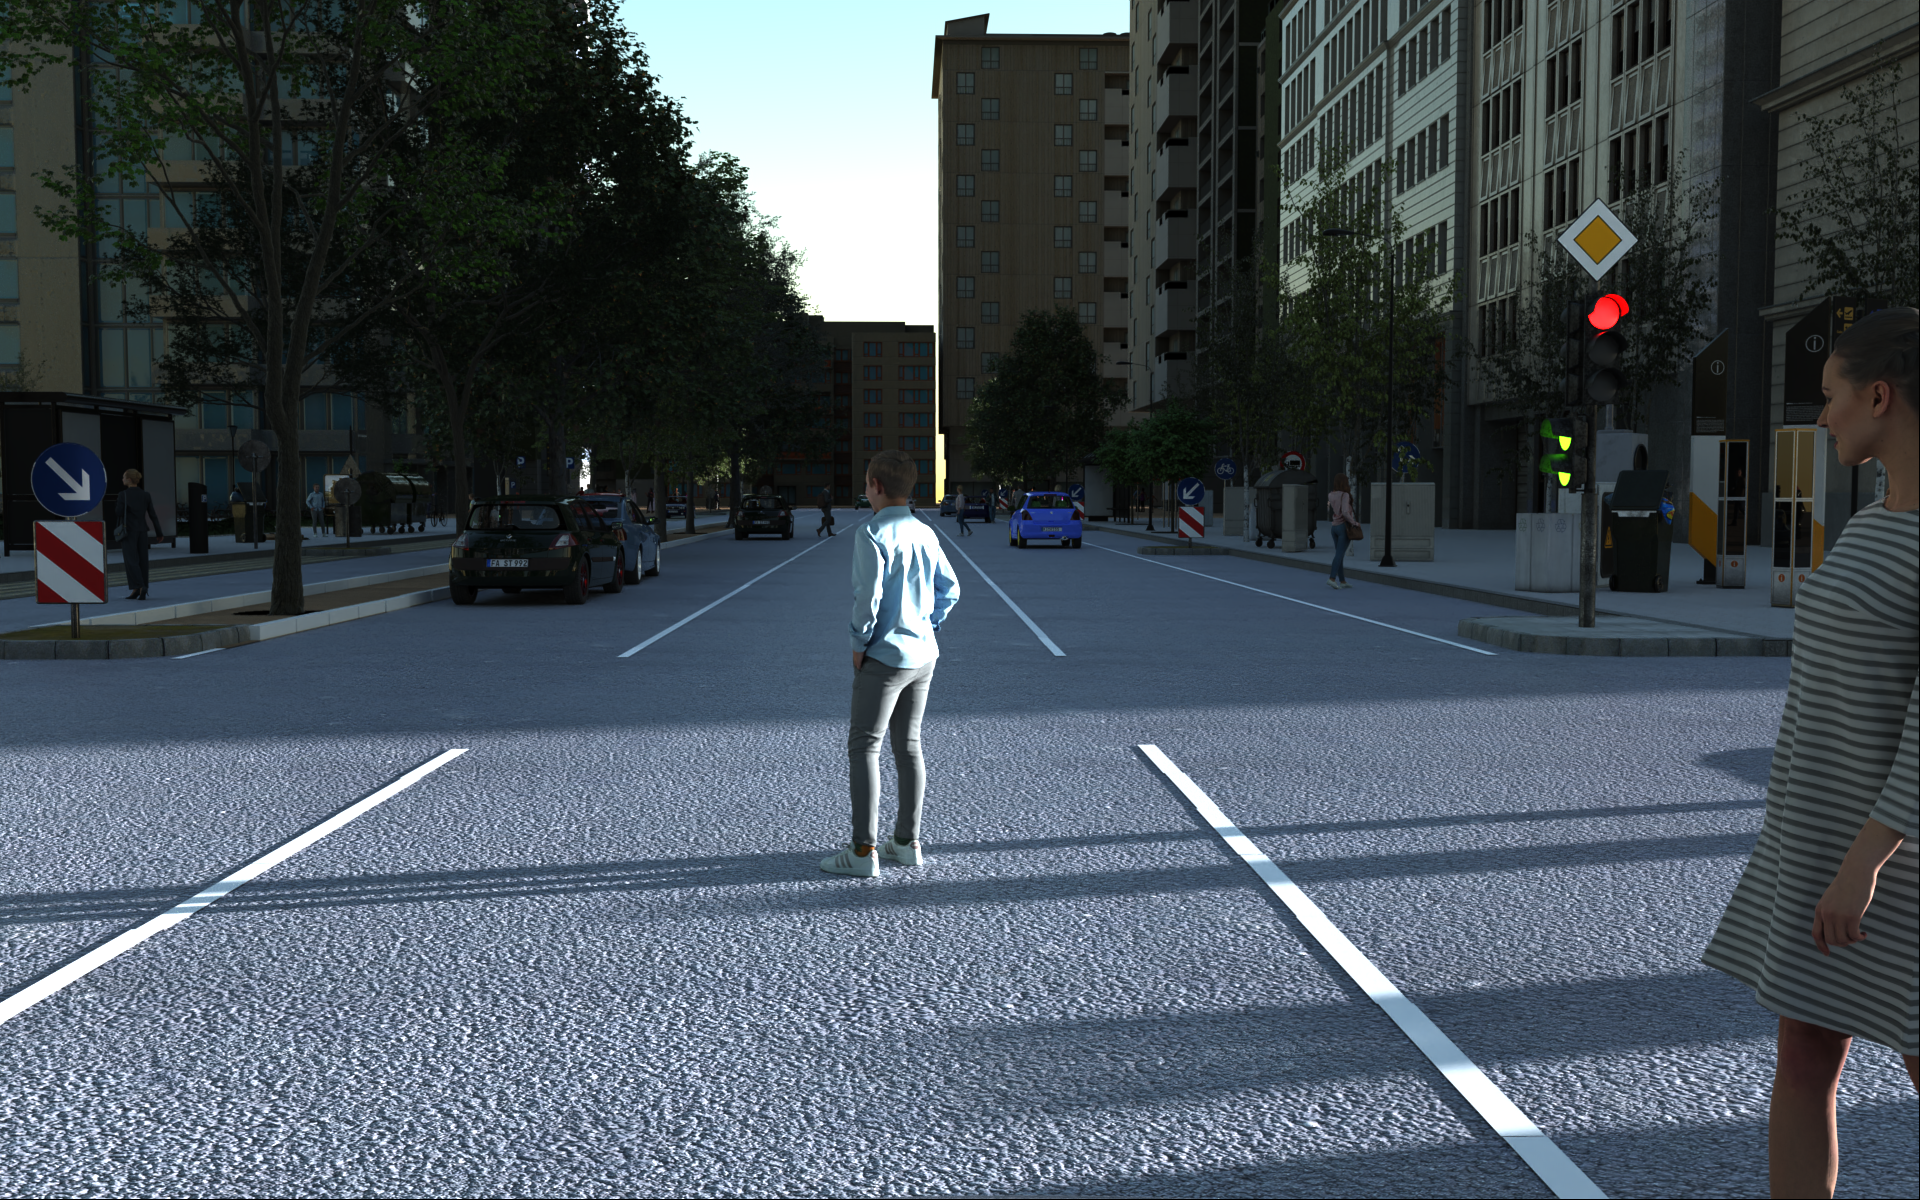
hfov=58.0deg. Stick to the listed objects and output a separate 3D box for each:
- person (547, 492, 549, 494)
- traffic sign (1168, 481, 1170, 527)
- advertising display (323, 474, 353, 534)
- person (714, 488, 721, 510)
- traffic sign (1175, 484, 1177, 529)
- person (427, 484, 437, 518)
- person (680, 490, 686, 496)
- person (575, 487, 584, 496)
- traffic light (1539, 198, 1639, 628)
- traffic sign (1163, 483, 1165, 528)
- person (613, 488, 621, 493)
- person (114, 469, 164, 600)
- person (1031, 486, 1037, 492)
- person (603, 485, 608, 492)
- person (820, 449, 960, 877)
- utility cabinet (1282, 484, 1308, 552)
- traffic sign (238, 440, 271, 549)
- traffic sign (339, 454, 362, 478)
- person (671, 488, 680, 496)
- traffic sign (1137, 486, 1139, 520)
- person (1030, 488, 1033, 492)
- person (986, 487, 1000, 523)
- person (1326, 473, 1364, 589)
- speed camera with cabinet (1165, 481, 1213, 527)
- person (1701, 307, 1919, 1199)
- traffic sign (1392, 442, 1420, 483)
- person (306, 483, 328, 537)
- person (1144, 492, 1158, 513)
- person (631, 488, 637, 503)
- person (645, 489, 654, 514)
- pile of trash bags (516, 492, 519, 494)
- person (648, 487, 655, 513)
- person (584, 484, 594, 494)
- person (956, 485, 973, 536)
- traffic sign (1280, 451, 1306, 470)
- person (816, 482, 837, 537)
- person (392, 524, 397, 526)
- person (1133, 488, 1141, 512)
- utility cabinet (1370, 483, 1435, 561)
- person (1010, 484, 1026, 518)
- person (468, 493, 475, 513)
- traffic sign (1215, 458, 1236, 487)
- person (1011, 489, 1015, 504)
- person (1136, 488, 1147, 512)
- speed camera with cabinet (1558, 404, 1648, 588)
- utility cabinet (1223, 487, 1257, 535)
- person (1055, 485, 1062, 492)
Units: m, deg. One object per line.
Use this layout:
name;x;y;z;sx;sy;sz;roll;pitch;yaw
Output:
person;-27.171;-6.623;114.860;0.617;1.759;0.750;0;4;6
traffic sign;8.141;-4.127;67.474;0.884;2.594;0.081;0;4;4
advertising display;-19.856;-3.065;55.333;0.974;1.923;0.123;1;4;14
person;-19.819;-8.252;141.415;0.568;1.767;0.683;3;5;42
traffic sign;7.836;-3.842;62.813;0.884;2.594;0.081;0;4;-1
person;-28.146;-5.282;92.273;0.599;1.838;0.709;-2;4;-29
person;-23.237;-8.481;145.153;0.568;1.767;0.683;-1;4;-16
person;-27.811;-7.434;127.531;1.348;1.831;0.705;0;4;-2
traffic light;6.030;-1.693;16.599;0.839;4.253;0.868;0;4;-2
traffic sign;7.801;-4.048;66.186;0.884;2.594;0.081;0;4;5
person;-26.353;-7.730;133.228;0.742;1.727;0.445;0;4;6
person;-11.165;-0.894;23.541;0.534;1.772;0.576;1;4;11
person;5.114;-6.957;119.804;1.348;1.823;0.705;0;4;3
person;-21.625;-6.112;105.980;0.705;1.822;1.348;-2;4;-29
person;-0.262;0.222;6.680;0.589;1.601;0.330;-3;5;-42
utility cabinet;7.460;-1.823;38.482;0.318;1.500;1.173;2;4;25
traffic sign;-16.519;-2.474;40.563;0.768;2.556;0.104;0;4;-1
traffic sign;-19.916;-3.461;56.594;0.884;2.594;0.081;0;4;7
person;-24.188;-8.666;147.750;0.705;1.821;1.348;3;5;43
traffic sign;8.879;-5.288;86.463;0.884;2.594;0.081;0;4;6
person;6.515;-9.259;157.420;1.348;1.826;0.705;2;4;33
person;1.574;-4.641;84.721;0.623;1.781;0.721;-2;4;-32
person;5.761;-1.051;26.276;0.643;1.750;0.593;-2;4;-24
speed camera with cabinet;8.990;-4.523;68.282;2.038;3.252;0.660;-2;4;-26
person;1.549;0.391;2.865;0.760;1.731;0.466;-2;4;-29
traffic sign;10.798;-2.574;42.184;0.768;2.556;0.104;0;4;5
person;-19.164;-2.677;51.616;0.589;1.601;0.330;-2;4;-35
person;13.098;-6.681;118.540;1.065;1.426;0.557;3;4;37
person;-24.595;-7.590;130.803;0.551;1.740;0.621;1;4;9
person;-20.441;-6.520;114.111;0.593;1.643;0.415;-3;4;-38
pile of trash bags;-20.600;-4.626;85.387;3.447;1.369;1.912;-2;4;-35
person;-21.344;-6.917;119.798;0.621;1.740;0.551;2;4;24
person;-19.322;-5.131;90.037;0.635;1.810;0.391;0;4;6
person;0.140;-3.040;58.883;0.598;1.740;0.731;0;4;-5
traffic sign;9.809;-3.123;51.173;0.768;2.556;0.104;0;4;1
person;-4.515;-3.039;58.159;0.822;1.834;0.622;-2;4;-30
person;-23.167;-3.979;70.463;0.474;1.900;0.648;-2;4;-29
person;12.752;-7.203;123.798;0.705;1.826;1.348;3;5;44
utility cabinet;8.437;-1.490;33.037;1.173;1.500;0.318;1;4;11
person;2.298;-3.605;67.564;0.709;1.813;0.853;1;4;11
person;-18.453;-3.389;65.700;0.590;1.304;0.306;-3;4;-38
traffic sign;9.393;-3.745;61.330;0.768;2.556;0.104;0;4;4
person;4.902;-9.492;161.772;0.617;1.759;0.750;-2;4;-35
person;12.850;-7.075;122.403;0.721;1.739;1.217;3;5;43
speed camera with cabinet;9.096;-1.841;24.434;0.660;3.252;2.038;3;5;39
utility cabinet;8.696;-2.723;53.201;1.173;1.500;0.318;0;4;-2
person;3.740;-3.559;66.876;0.728;1.800;0.709;-1;4;-9
